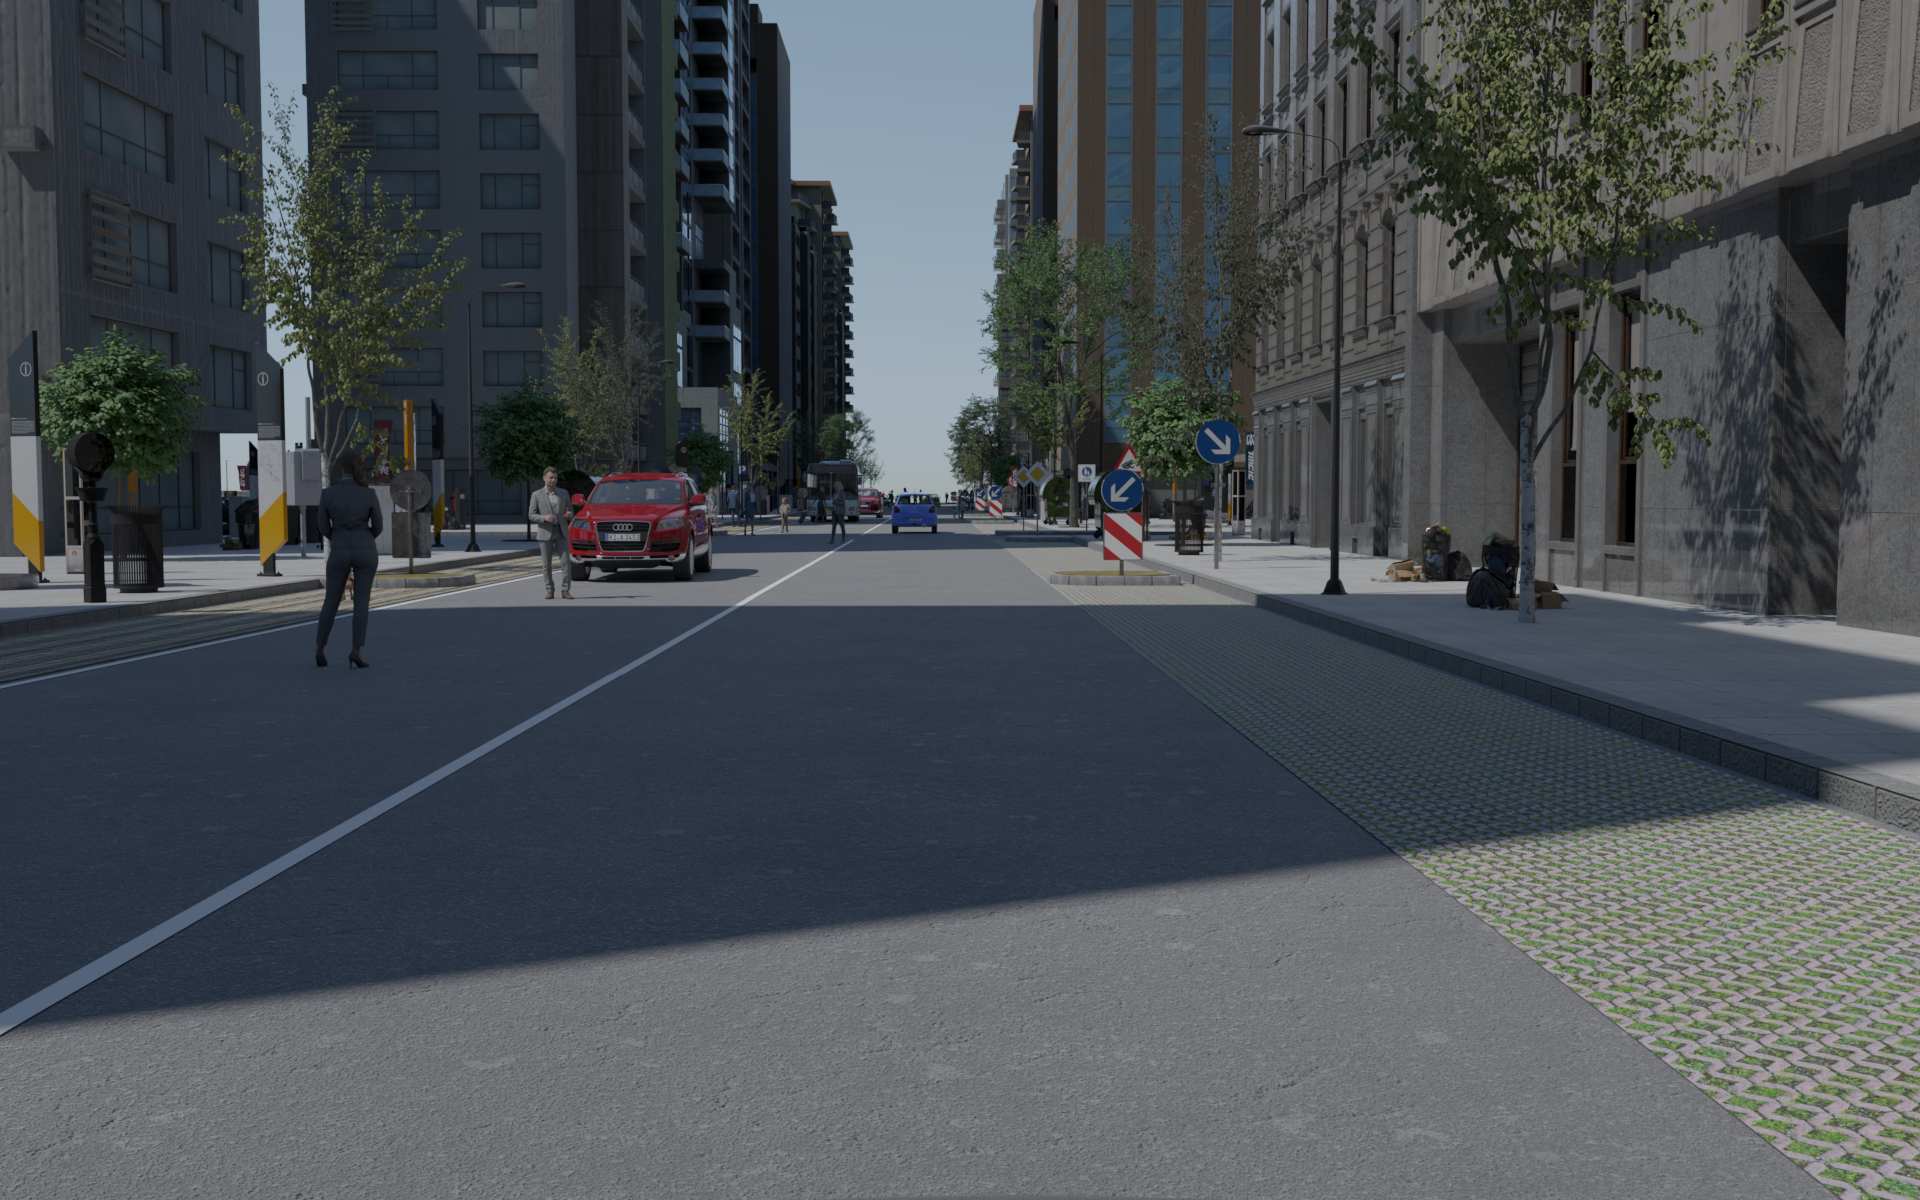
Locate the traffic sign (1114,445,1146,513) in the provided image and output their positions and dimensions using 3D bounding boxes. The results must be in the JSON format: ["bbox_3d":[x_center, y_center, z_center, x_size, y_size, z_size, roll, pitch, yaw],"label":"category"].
[{"bbox_3d":[4.433,-2.781,45.479,0.884,2.594,0.081,0,4,4],"label":"traffic sign"}]

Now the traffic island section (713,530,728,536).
[{"bbox_3d":[-9.198,-2.326,60.317,2.009,0.180,2.903,0,4,-1],"label":"traffic island section"}]

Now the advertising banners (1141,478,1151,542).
[{"bbox_3d":[5.009,-3.099,46.862,0.090,3.025,2.074,1,4,13],"label":"advertising banners"}]

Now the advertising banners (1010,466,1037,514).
[{"bbox_3d":[4.201,-6.942,109.697,2.074,3.025,0.090,0,4,6],"label":"advertising banners"}]

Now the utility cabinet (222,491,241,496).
[{"bbox_3d":[-47.668,-6.365,112.742,0.318,1.500,1.173,3,5,44],"label":"utility cabinet"}]

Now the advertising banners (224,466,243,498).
[{"bbox_3d":[-27.771,-4.152,64.067,2.074,3.025,0.090,-1,4,-19],"label":"advertising banners"}]

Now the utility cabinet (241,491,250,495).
[{"bbox_3d":[-47.660,-6.512,115.153,0.318,1.500,1.173,1,4,20],"label":"utility cabinet"}]

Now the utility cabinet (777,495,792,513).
[{"bbox_3d":[-12.055,-6.612,119.273,1.020,1.237,0.306,-2,4,-30],"label":"utility cabinet"}]

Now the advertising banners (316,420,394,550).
[{"bbox_3d":[-14.055,-2.700,40.328,0.090,3.025,2.074,3,4,37],"label":"advertising banners"}]

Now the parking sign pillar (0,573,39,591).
[{"bbox_3d":[-13.280,-2.131,23.315,1.447,3.967,1.447,-2,4,-26],"label":"parking sign pillar"}]

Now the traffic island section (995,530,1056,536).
[{"bbox_3d":[2.242,-2.337,60.486,2.009,0.180,2.903,0,4,-1],"label":"traffic island section"}]

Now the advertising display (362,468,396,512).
[{"bbox_3d":[-14.410,-2.293,42.706,0.974,1.923,0.123,0,4,5],"label":"advertising display"}]

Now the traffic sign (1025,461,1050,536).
[{"bbox_3d":[2.341,-2.984,52.424,0.795,2.450,0.064,0,4,-1],"label":"traffic sign"}]

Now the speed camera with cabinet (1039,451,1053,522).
[{"bbox_3d":[4.007,-5.244,80.071,0.660,3.252,2.038,0,4,4],"label":"speed camera with cabinet"}]

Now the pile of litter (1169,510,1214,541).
[{"bbox_3d":[6.467,-2.105,48.389,1.176,0.858,1.719,0,4,-6],"label":"pile of litter"}]

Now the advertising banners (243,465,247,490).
[{"bbox_3d":[-42.893,-6.684,105.477,2.074,3.025,0.090,-1,4,-16],"label":"advertising banners"}]

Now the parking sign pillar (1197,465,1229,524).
[{"bbox_3d":[11.079,-5.344,75.842,1.447,3.967,1.447,-1,4,-15],"label":"parking sign pillar"}]

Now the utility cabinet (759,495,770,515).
[{"bbox_3d":[-12.247,-5.946,108.372,0.306,1.237,1.020,-2,4,-32],"label":"utility cabinet"}]

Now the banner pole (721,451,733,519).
[{"bbox_3d":[-11.902,-6.007,88.235,0.863,3.779,0.401,1,4,18],"label":"banner pole"}]

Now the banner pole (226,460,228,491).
[{"bbox_3d":[-53.819,-8.389,127.177,0.401,3.779,0.863,-1,4,-23],"label":"banner pole"}]

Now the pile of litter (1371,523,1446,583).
[{"bbox_3d":[6.845,-0.713,25.617,1.719,0.858,1.176,-1,4,-10],"label":"pile of litter"}]

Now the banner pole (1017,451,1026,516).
[{"bbox_3d":[3.526,-6.715,99.799,0.863,3.779,0.401,3,5,43],"label":"banner pole"}]

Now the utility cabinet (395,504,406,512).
[{"bbox_3d":[-22.652,-3.587,69.808,1.020,1.237,0.306,0,4,3],"label":"utility cabinet"}]

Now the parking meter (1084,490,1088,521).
[{"bbox_3d":[6.020,-4.608,83.756,0.372,1.533,0.369,0,3,0],"label":"parking meter"}]

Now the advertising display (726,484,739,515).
[{"bbox_3d":[-13.906,-6.155,105.847,0.123,1.923,0.974,3,5,39],"label":"advertising display"}]

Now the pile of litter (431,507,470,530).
[{"bbox_3d":[-18.325,-2.949,62.175,1.719,0.858,1.176,3,4,38],"label":"pile of litter"}]

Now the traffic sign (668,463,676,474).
[{"bbox_3d":[-11.741,-4.370,71.558,0.768,2.556,0.104,0,4,8],"label":"traffic sign"}]

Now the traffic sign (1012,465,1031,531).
[{"bbox_3d":[2.219,-3.472,60.408,0.795,2.450,0.064,0,4,-1],"label":"traffic sign"}]

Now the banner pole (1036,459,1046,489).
[{"bbox_3d":[5.375,-7.581,113.966,0.863,3.779,0.401,0,4,3],"label":"banner pole"}]

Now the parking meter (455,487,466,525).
[{"bbox_3d":[-18.684,-3.447,64.775,0.372,1.533,0.369,0,3,0],"label":"parking meter"}]

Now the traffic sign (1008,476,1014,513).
[{"bbox_3d":[3.535,-7.014,114.785,0.768,2.556,0.104,0,4,0],"label":"traffic sign"}]

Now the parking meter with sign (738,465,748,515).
[{"bbox_3d":[-12.999,-6.597,104.127,0.543,3.016,1.738,-1,4,-13],"label":"parking meter with sign"}]

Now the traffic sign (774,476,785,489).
[{"bbox_3d":[-12.503,-7.326,119.893,0.768,2.556,0.104,0,4,2],"label":"traffic sign"}]

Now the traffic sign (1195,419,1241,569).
[{"bbox_3d":[4.386,-1.800,29.542,0.768,2.556,0.104,0,4,0],"label":"traffic sign"}]

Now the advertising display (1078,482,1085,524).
[{"bbox_3d":[5.286,-4.286,75.283,0.123,1.923,0.974,1,4,13],"label":"advertising display"}]

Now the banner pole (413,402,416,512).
[{"bbox_3d":[-14.827,-3.491,47.095,0.401,3.779,0.863,-1,4,-22],"label":"banner pole"}]

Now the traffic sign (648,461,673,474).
[{"bbox_3d":[-9.053,-2.974,52.271,0.795,2.450,0.064,0,4,-1],"label":"traffic sign"}]

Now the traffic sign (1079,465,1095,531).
[{"bbox_3d":[4.430,-3.573,60.552,0.606,2.300,0.079,0,4,0],"label":"traffic sign"}]

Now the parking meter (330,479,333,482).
[{"bbox_3d":[-25.059,-3.861,68.838,0.255,1.863,0.399,-2,4,-29],"label":"parking meter"}]

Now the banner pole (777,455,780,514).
[{"bbox_3d":[-11.518,-7.330,109.860,0.401,3.779,0.863,0,4,2],"label":"banner pole"}]

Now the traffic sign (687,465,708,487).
[{"bbox_3d":[-9.174,-3.463,60.255,0.795,2.450,0.064,0,4,-1],"label":"traffic sign"}]

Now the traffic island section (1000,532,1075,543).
[{"bbox_3d":[2.364,-1.848,52.501,2.009,0.180,2.903,0,4,-1],"label":"traffic island section"}]

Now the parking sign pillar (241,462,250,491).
[{"bbox_3d":[-53.684,-8.678,130.356,1.447,3.967,1.447,0,4,-2],"label":"parking sign pillar"}]

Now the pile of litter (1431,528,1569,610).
[{"bbox_3d":[6.430,-0.356,19.787,1.719,0.858,1.176,-3,5,-39],"label":"pile of litter"}]

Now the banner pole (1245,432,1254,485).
[{"bbox_3d":[10.358,-4.334,60.877,0.863,3.779,0.401,3,5,43],"label":"banner pole"}]

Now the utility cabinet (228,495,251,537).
[{"bbox_3d":[-21.420,-2.470,51.540,0.306,1.237,1.020,-3,5,-42],"label":"utility cabinet"}]
